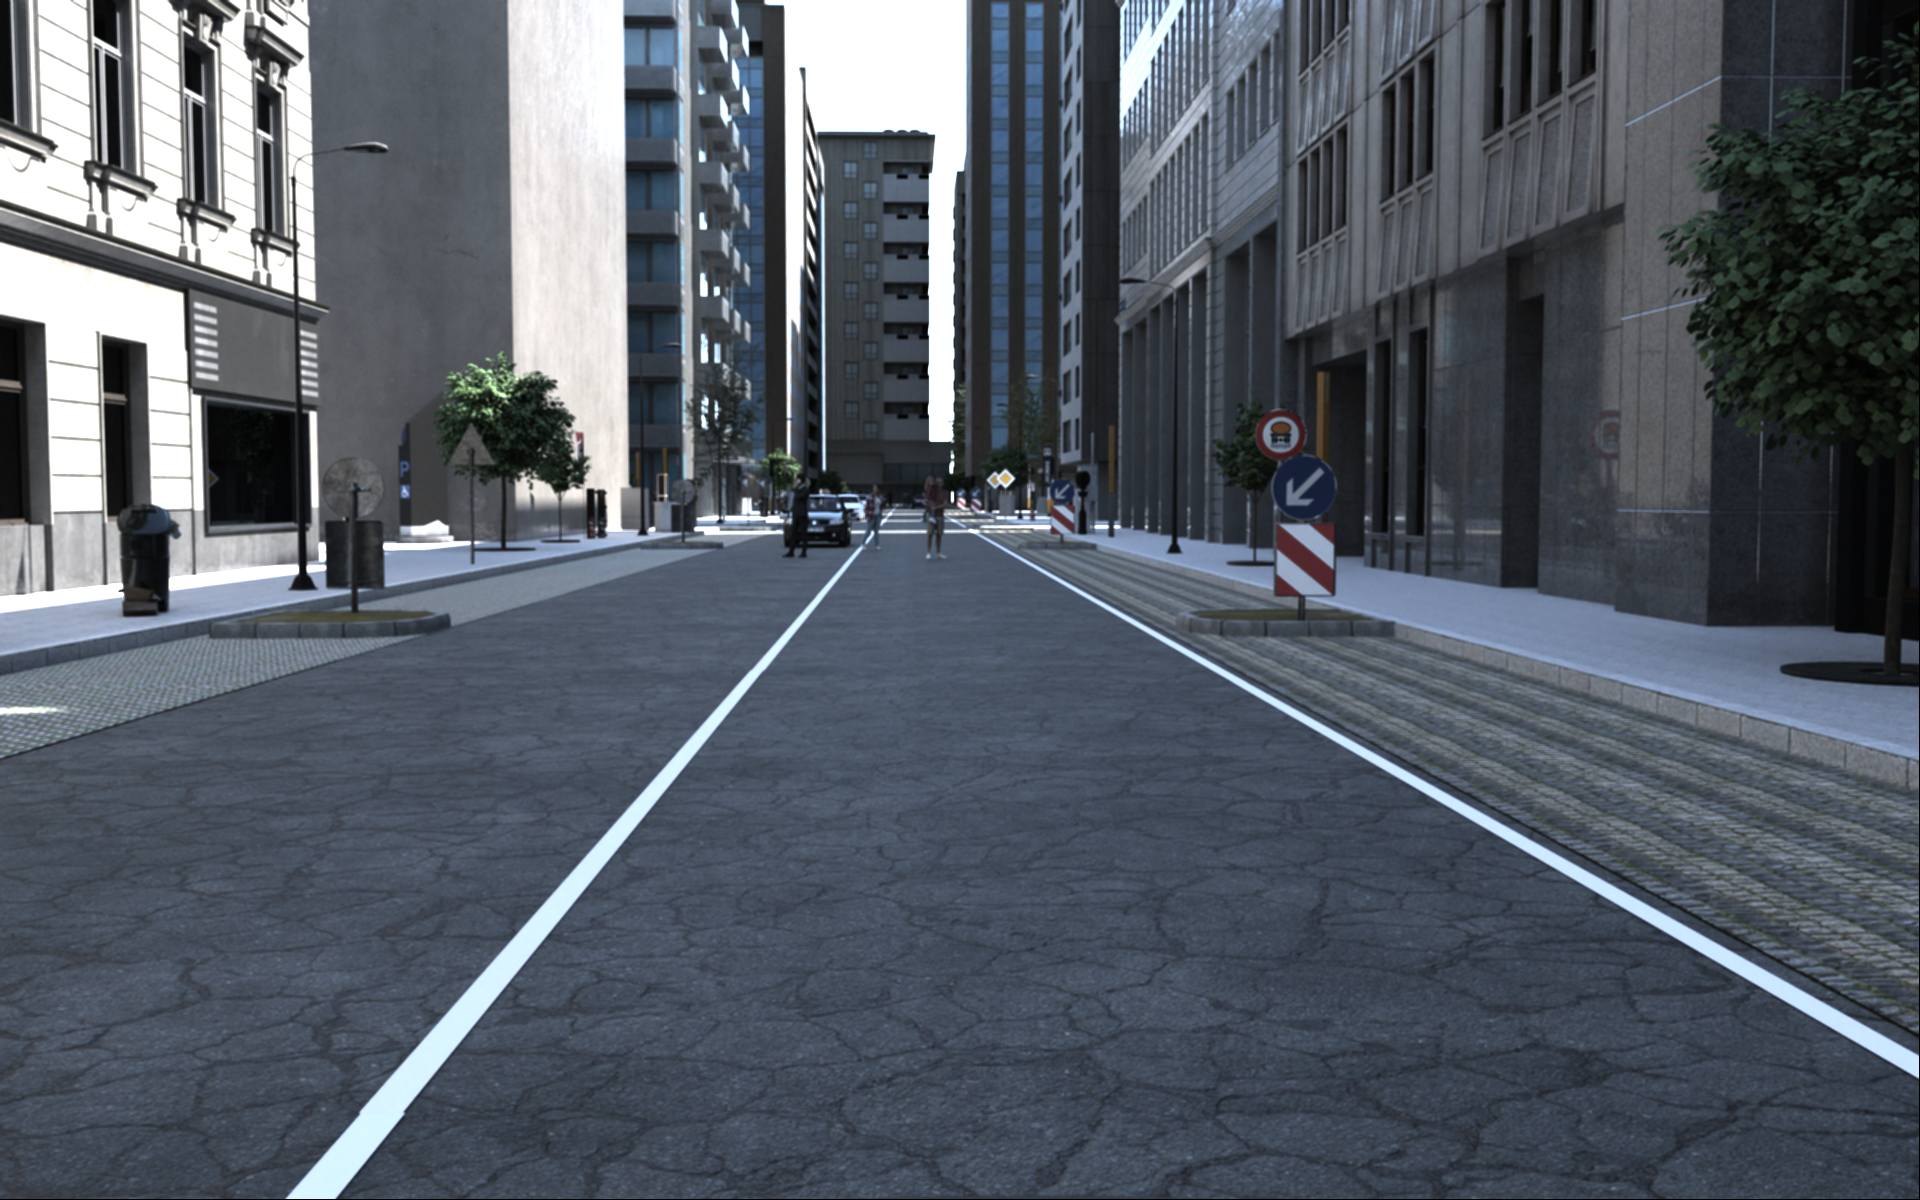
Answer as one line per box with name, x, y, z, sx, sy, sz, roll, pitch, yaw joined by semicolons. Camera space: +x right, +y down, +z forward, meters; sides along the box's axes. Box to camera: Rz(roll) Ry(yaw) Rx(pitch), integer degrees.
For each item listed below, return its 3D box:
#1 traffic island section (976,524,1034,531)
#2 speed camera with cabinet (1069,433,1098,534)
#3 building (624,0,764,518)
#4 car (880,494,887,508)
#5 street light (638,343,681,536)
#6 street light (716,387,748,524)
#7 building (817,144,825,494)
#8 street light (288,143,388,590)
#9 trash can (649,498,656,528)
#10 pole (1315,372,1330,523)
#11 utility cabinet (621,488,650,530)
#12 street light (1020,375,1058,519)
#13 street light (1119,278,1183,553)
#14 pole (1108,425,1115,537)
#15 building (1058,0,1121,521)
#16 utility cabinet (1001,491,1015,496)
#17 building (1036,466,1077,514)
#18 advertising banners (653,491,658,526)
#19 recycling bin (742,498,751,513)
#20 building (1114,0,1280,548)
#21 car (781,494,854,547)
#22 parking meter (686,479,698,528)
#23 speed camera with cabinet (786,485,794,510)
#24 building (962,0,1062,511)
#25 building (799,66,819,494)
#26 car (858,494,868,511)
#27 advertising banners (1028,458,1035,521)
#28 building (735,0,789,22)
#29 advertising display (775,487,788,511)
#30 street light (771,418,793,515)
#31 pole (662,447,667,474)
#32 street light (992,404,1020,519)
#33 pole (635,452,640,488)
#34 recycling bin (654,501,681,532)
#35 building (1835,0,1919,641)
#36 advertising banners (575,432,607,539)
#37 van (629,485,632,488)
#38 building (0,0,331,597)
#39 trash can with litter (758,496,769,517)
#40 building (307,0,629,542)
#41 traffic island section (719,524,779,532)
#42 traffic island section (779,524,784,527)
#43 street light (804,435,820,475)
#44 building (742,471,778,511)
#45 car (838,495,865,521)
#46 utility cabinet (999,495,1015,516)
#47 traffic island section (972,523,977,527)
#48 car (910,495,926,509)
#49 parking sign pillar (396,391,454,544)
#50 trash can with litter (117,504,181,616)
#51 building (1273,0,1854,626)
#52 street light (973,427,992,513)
traffic island section;1.805;-2.793;67.947;2.009;0.180;2.903;0;4;-2
speed camera with cabinet;4.009;-3.801;56.488;0.660;3.252;2.038;0;4;-7
building;-23.791;-29.238;97.642;23.786;49.044;30.456;0;4;-2
car;-8.618;-10.482;180.423;2.155;1.783;4.494;0;4;-1
street light;-9.292;-4.953;53.529;1.470;5.913;1.316;0;4;-2
street light;-9.918;-6.287;75.338;1.470;5.913;1.316;0;4;-2
building;-24.366;-34.646;216.572;14.200;45.320;14.600;0;4;-2
street light;-8.263;-3.089;23.045;1.470;5.913;1.316;0;4;-2
trash can;-11.809;-3.274;65.180;0.748;1.137;0.748;0;3;0
pole;6.067;-2.150;28.989;0.158;3.312;0.155;0;3;0
utility cabinet;-11.366;-3.176;60.612;1.173;1.500;0.318;3;5;39
street light;3.248;-5.830;67.864;1.470;5.913;1.316;0;4;-2
street light;4.111;-3.965;37.375;1.470;5.913;1.316;0;4;-2
pole;4.509;-3.528;51.529;0.158;3.312;0.155;0;3;0
building;12.474;-19.197;85.574;14.107;30.474;14.160;0;4;-2
utility cabinet;3.266;-6.664;117.643;0.318;1.500;1.173;-3;5;-39
building;21.616;-25.744;112.796;32.217;40.220;23.993;0;4;-2
advertising banners;-12.452;-4.350;67.314;2.074;3.025;0.090;-1;4;-10
recycling bin;-14.378;-6.281;115.254;0.722;1.027;0.722;-3;5;-41
building;11.873;-16.714;50.766;11.434;29.767;29.804;0;4;-2
car;-3.931;-2.340;48.044;2.009;1.686;4.222;0;4;-2
parking meter;-10.178;-3.676;65.814;0.399;1.863;0.255;0;4;4
speed camera with cabinet;-13.105;-8.484;133.044;0.660;3.252;2.038;1;4;19
building;7.561;-29.918;139.269;14.600;45.320;14.200;0;4;-2
building;-26.742;-34.564;188.828;21.300;48.544;21.600;0;4;-2
car;-7.182;-7.126;128.520;2.014;1.417;4.499;0;4;0
advertising banners;3.424;-5.302;82.878;0.090;3.025;2.074;0;4;-6
building;-22.189;-31.003;157.010;14.600;45.320;14.200;0;4;-2
advertising display;-13.247;-7.546;128.596;0.974;1.923;0.123;1;4;17
street light;-10.902;-8.166;106.047;1.470;5.913;1.316;0;4;-2
pole;-12.906;-5.012;75.785;0.158;3.312;0.155;0;3;0
street light;2.561;-7.124;89.025;1.470;5.913;1.316;0;4;-2
pole;-15.541;-5.487;83.563;0.158;3.312;0.155;0;3;0
recycling bin;-9.895;-2.819;58.646;0.722;1.027;0.722;-2;4;-29
building;14.569;-10.893;7.786;12.332;23.373;15.834;0;4;-2
advertising banners;-10.625;-3.283;49.866;0.090;3.025;2.074;1;4;12
van;-15.345;-3.905;70.857;4.112;2.044;2.013;0;4;-3
building;-19.520;-14.461;12.848;17.030;29.872;44.131;0;4;-2
trash can with litter;-10.870;-5.155;95.667;0.624;1.170;1.055;0;4;-6
building;-29.263;-15.318;54.967;34.151;26.468;19.350;0;4;-2
traffic island section;-8.282;-2.774;67.643;2.009;0.180;2.903;0;4;-2
traffic island section;-8.527;-3.263;75.624;2.009;0.180;2.903;0;4;-2
street light;-11.725;-10.030;136.537;1.470;5.913;1.316;0;4;-2
building;-30.554;-26.972;132.880;32.217;40.220;23.993;0;4;-2
car;-6.110;-4.963;93.148;2.014;1.417;4.499;0;4;0
utility cabinet;2.754;-5.536;101.677;1.020;1.237;0.306;3;5;43
traffic island section;1.560;-3.281;75.928;2.009;0.180;2.903;0;4;-2
car;-3.822;-9.426;166.700;1.945;1.354;3.894;0;4;-3
parking sign pillar;-13.965;-3.462;45.076;1.447;3.967;1.447;2;4;29
trash can with litter;-8.705;-0.440;18.589;0.624;1.170;1.055;-1;4;-23
building;12.929;-12.727;26.109;12.078;24.808;19.932;0;4;-2
street light;1.584;-9.000;119.694;1.470;5.913;1.316;0;4;-2
